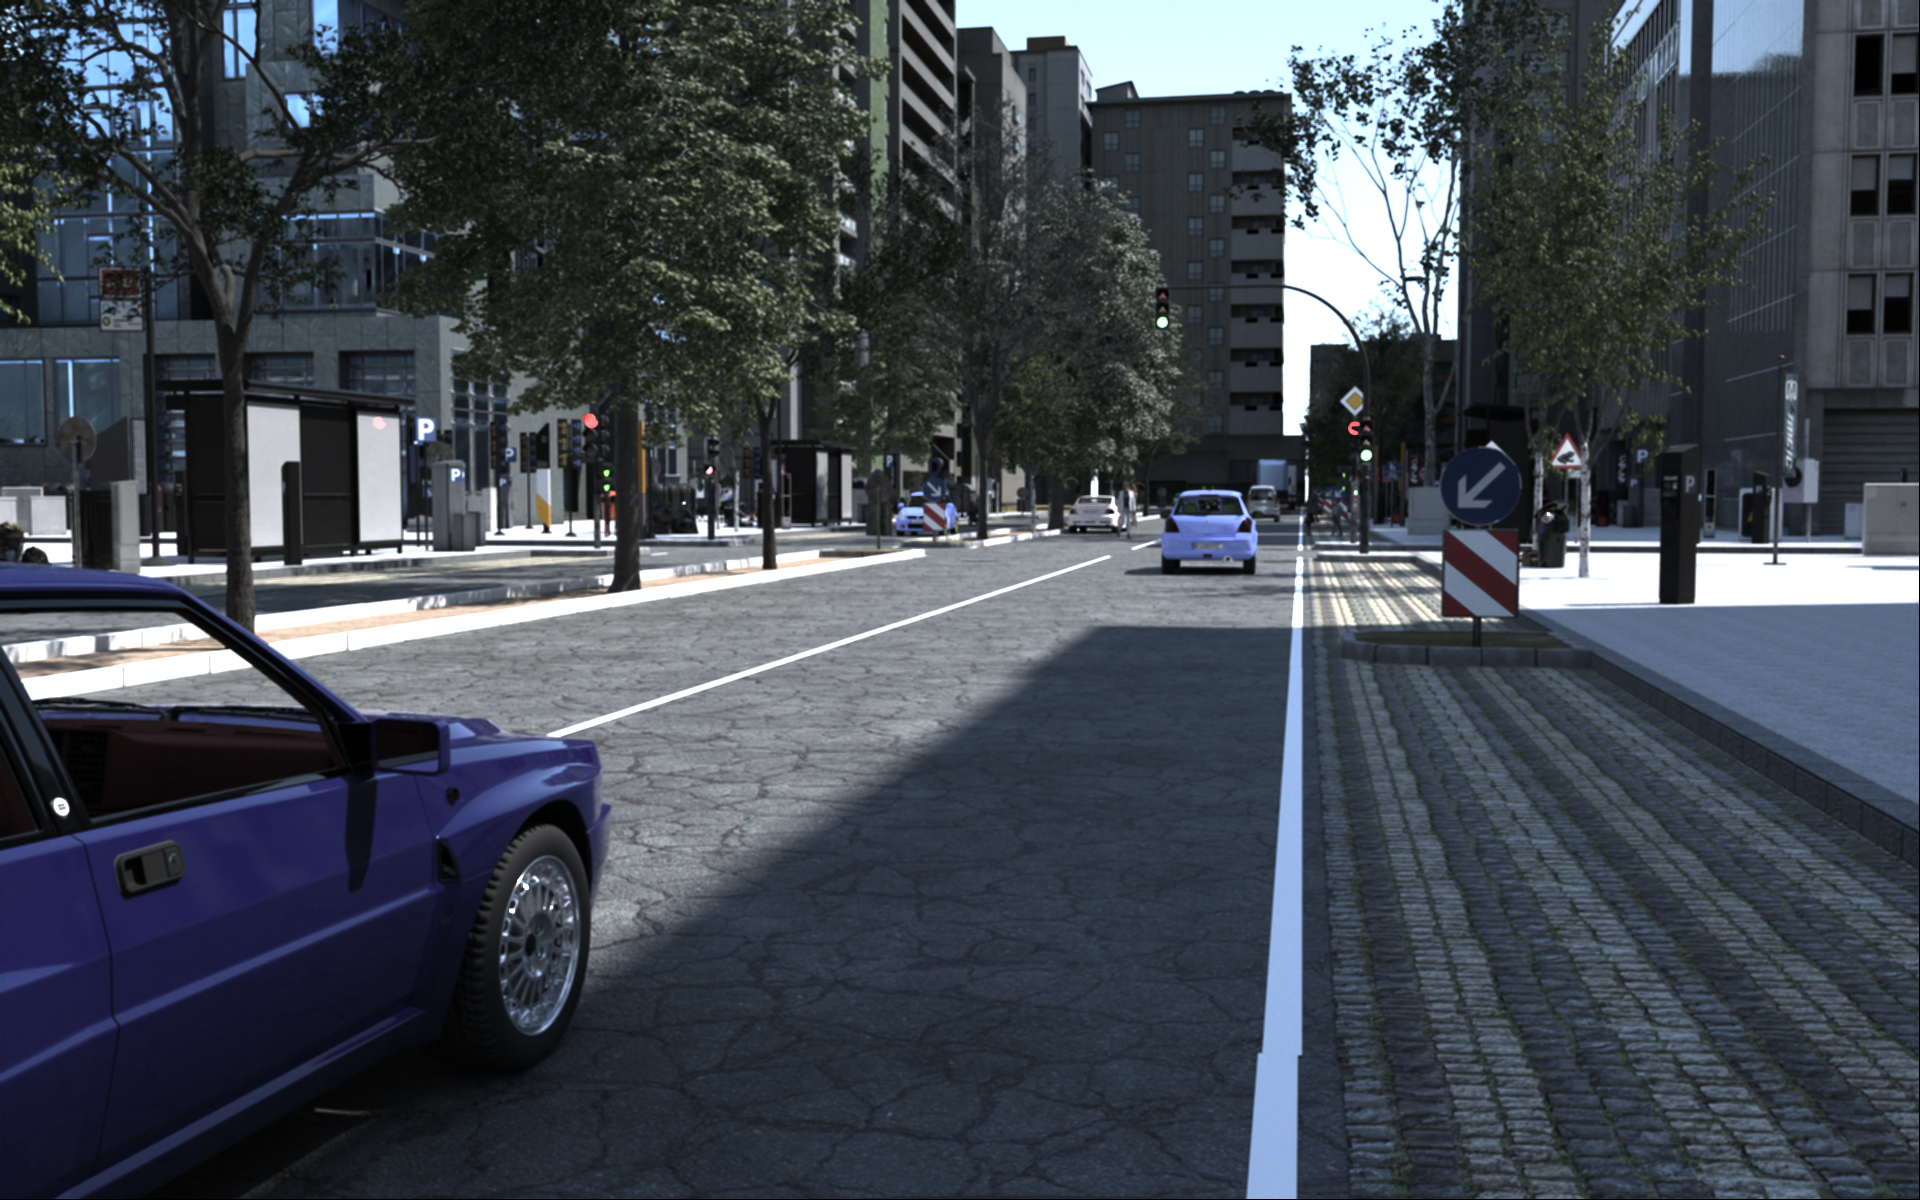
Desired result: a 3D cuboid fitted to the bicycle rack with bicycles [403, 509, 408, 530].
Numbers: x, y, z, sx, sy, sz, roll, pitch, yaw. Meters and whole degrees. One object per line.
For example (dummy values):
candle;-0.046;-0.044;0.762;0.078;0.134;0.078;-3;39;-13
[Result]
bicycle rack with bicycles;-20.925;-2.922;61.149;2.925;0.926;2.852;1;4;20

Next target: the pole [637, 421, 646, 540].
pole;-8.882;-3.331;48.313;0.158;3.312;0.155;0;3;0

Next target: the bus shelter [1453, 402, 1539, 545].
bus shelter;14.493;-3.409;47.026;1.731;3.624;6.357;1;4;11

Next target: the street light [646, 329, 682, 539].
street light;-8.282;-4.676;48.998;1.470;5.913;1.316;1;4;11

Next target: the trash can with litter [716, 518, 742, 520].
trash can with litter;-11.418;-4.623;86.649;1.678;1.210;2.233;1;4;17

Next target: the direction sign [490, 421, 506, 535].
direction sign;-14.373;-3.789;53.948;0.876;3.537;0.379;3;5;45

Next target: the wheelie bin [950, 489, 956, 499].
wheelie bin;-0.483;-5.895;104.290;0.980;1.594;0.693;-2;4;-31

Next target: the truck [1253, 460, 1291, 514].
truck;23.500;-8.600;130.367;2.967;4.110;18.799;1;4;10

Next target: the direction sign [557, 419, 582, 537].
direction sign;-11.782;-3.690;52.325;0.379;3.537;0.876;3;4;38

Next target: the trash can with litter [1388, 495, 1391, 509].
trash can with litter;27.368;-5.980;108.827;1.678;1.210;2.233;-3;5;-41

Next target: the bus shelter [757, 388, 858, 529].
bus shelter;-6.138;-5.538;68.174;2.179;5.291;8.768;1;4;11

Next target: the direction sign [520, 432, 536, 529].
direction sign;-15.844;-4.381;63.620;0.876;3.537;0.379;3;4;37

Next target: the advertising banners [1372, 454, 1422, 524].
advertising banners;18.979;-4.837;75.279;2.074;3.025;0.090;1;4;15

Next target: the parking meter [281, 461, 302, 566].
parking meter;-12.050;-1.561;31.233;0.255;1.863;0.399;-2;4;-33

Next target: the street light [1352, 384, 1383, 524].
street light;17.255;-6.163;73.309;1.470;5.913;1.316;1;4;11

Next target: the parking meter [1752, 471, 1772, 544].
parking meter;20.686;-2.384;44.683;0.255;1.863;0.399;-2;4;-33

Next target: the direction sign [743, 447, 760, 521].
direction sign;-10.060;-5.603;83.604;0.876;3.537;0.379;-1;4;-22

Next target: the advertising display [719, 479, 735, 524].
advertising display;-9.966;-4.221;74.221;0.974;1.923;0.123;3;5;45

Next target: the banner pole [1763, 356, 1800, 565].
banner pole;15.014;-2.539;31.527;0.863;3.779;0.401;-3;4;-36

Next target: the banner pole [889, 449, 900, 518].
banner pole;-3.495;-6.296;92.953;0.863;3.779;0.401;-1;4;-18

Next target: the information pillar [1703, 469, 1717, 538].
information pillar;21.802;-2.805;50.358;0.304;2.012;0.304;1;4;22

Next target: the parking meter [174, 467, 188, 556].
parking meter;-16.162;-1.863;36.172;0.255;1.863;0.399;2;4;25

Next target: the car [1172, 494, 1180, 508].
car;23.499;-10.685;183.491;1.959;1.807;4.718;1;4;10

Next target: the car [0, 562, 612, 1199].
car;-2.134;0.564;3.361;1.945;1.354;3.894;1;4;13

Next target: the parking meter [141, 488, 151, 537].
parking meter;-24.482;-2.662;51.931;0.372;1.533;0.369;0;3;0

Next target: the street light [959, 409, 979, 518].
street light;0.646;-7.435;94.096;1.470;5.913;1.316;1;4;11

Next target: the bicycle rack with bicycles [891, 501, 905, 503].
bicycle rack with bicycles;-3.391;-4.461;86.320;2.852;0.926;2.925;0;4;-4

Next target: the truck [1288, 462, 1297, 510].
truck;29.558;-10.419;159.267;2.839;4.237;11.283;1;4;10

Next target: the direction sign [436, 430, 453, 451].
direction sign;-18.303;-4.241;61.341;0.876;3.537;0.379;2;4;25

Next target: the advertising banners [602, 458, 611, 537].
advertising banners;-10.495;-3.373;51.339;0.090;3.025;2.074;0;4;-6

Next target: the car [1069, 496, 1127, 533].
car;5.185;-3.199;64.668;2.083;1.381;4.827;1;4;11

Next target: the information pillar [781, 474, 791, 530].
information pillar;-6.301;-3.559;62.689;0.304;2.012;0.304;-1;4;-18

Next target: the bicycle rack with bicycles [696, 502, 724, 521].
bicycle rack with bicycles;-12.292;-4.224;82.451;2.852;0.926;2.925;-2;4;-26

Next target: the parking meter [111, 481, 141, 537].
parking meter;-15.670;-1.470;32.439;0.372;1.533;0.369;0;3;0

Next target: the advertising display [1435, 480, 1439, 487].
advertising display;21.459;-4.451;77.984;0.974;1.923;0.123;1;4;10

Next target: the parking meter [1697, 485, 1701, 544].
parking meter;18.936;-2.223;44.754;0.372;1.533;0.369;0;3;0

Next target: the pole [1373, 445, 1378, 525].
pole;17.402;-4.811;72.499;0.158;3.312;0.155;0;3;0

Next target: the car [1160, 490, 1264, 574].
car;4.677;-1.388;32.279;1.945;1.707;3.694;1;4;10

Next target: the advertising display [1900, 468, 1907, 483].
advertising display;23.712;-2.346;43.566;0.123;1.923;0.974;2;4;26

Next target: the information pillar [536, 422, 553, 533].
information pillar;-13.594;-3.987;56.542;0.504;3.616;0.183;1;4;22

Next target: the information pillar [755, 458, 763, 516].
information pillar;-11.451;-6.569;98.757;0.504;3.616;0.183;-1;4;-14

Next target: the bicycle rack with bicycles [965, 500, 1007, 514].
bicycle rack with bicycles;1.651;-6.109;113.258;2.925;0.926;2.852;-1;4;-16

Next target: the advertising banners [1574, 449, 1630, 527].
advertising banners;25.193;-4.389;67.946;2.074;3.025;0.090;0;4;7

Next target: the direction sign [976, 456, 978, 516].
direction sign;1.001;-6.756;102.456;0.379;3.537;0.876;0;4;6

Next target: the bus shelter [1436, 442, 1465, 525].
bus shelter;19.975;-4.565;68.558;2.014;3.302;5.546;1;4;11

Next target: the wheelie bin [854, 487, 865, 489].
wheelie bin;-4.658;-4.492;81.346;0.980;1.594;0.693;0;4;3

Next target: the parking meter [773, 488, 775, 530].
parking meter;-6.743;-3.230;61.226;0.372;1.533;0.369;0;3;0

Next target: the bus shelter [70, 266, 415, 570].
bus shelter;-13.605;-3.391;33.081;2.179;5.291;8.768;1;4;11

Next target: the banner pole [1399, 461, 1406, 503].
banner pole;29.046;-7.566;113.719;0.863;3.779;0.401;1;4;9

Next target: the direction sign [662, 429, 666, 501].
direction sign;-10.347;-4.194;60.576;0.379;3.537;0.876;-1;4;-16

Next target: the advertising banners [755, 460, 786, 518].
advertising banners;-9.669;-5.666;88.833;2.074;3.025;0.090;2;4;33

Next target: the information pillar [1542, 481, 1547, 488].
information pillar;33.663;-5.835;99.896;0.304;2.012;0.304;1;4;14

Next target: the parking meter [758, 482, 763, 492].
parking meter;-9.704;-4.866;85.277;0.399;1.863;0.255;1;4;8

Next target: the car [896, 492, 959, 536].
car;-1.126;-3.083;59.992;1.945;1.707;3.694;1;4;9

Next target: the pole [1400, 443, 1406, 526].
pole;17.557;-4.576;68.666;0.158;3.312;0.155;0;3;0

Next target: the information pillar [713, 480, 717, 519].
information pillar;-12.917;-5.276;90.750;0.304;2.012;0.304;-1;4;-21

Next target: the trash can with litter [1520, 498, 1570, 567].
trash can with litter;10.175;-1.160;30.347;0.624;1.170;1.055;-1;4;-19

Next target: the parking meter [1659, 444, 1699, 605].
parking meter;8.392;-0.888;20.228;0.399;1.863;0.255;-2;4;-32
